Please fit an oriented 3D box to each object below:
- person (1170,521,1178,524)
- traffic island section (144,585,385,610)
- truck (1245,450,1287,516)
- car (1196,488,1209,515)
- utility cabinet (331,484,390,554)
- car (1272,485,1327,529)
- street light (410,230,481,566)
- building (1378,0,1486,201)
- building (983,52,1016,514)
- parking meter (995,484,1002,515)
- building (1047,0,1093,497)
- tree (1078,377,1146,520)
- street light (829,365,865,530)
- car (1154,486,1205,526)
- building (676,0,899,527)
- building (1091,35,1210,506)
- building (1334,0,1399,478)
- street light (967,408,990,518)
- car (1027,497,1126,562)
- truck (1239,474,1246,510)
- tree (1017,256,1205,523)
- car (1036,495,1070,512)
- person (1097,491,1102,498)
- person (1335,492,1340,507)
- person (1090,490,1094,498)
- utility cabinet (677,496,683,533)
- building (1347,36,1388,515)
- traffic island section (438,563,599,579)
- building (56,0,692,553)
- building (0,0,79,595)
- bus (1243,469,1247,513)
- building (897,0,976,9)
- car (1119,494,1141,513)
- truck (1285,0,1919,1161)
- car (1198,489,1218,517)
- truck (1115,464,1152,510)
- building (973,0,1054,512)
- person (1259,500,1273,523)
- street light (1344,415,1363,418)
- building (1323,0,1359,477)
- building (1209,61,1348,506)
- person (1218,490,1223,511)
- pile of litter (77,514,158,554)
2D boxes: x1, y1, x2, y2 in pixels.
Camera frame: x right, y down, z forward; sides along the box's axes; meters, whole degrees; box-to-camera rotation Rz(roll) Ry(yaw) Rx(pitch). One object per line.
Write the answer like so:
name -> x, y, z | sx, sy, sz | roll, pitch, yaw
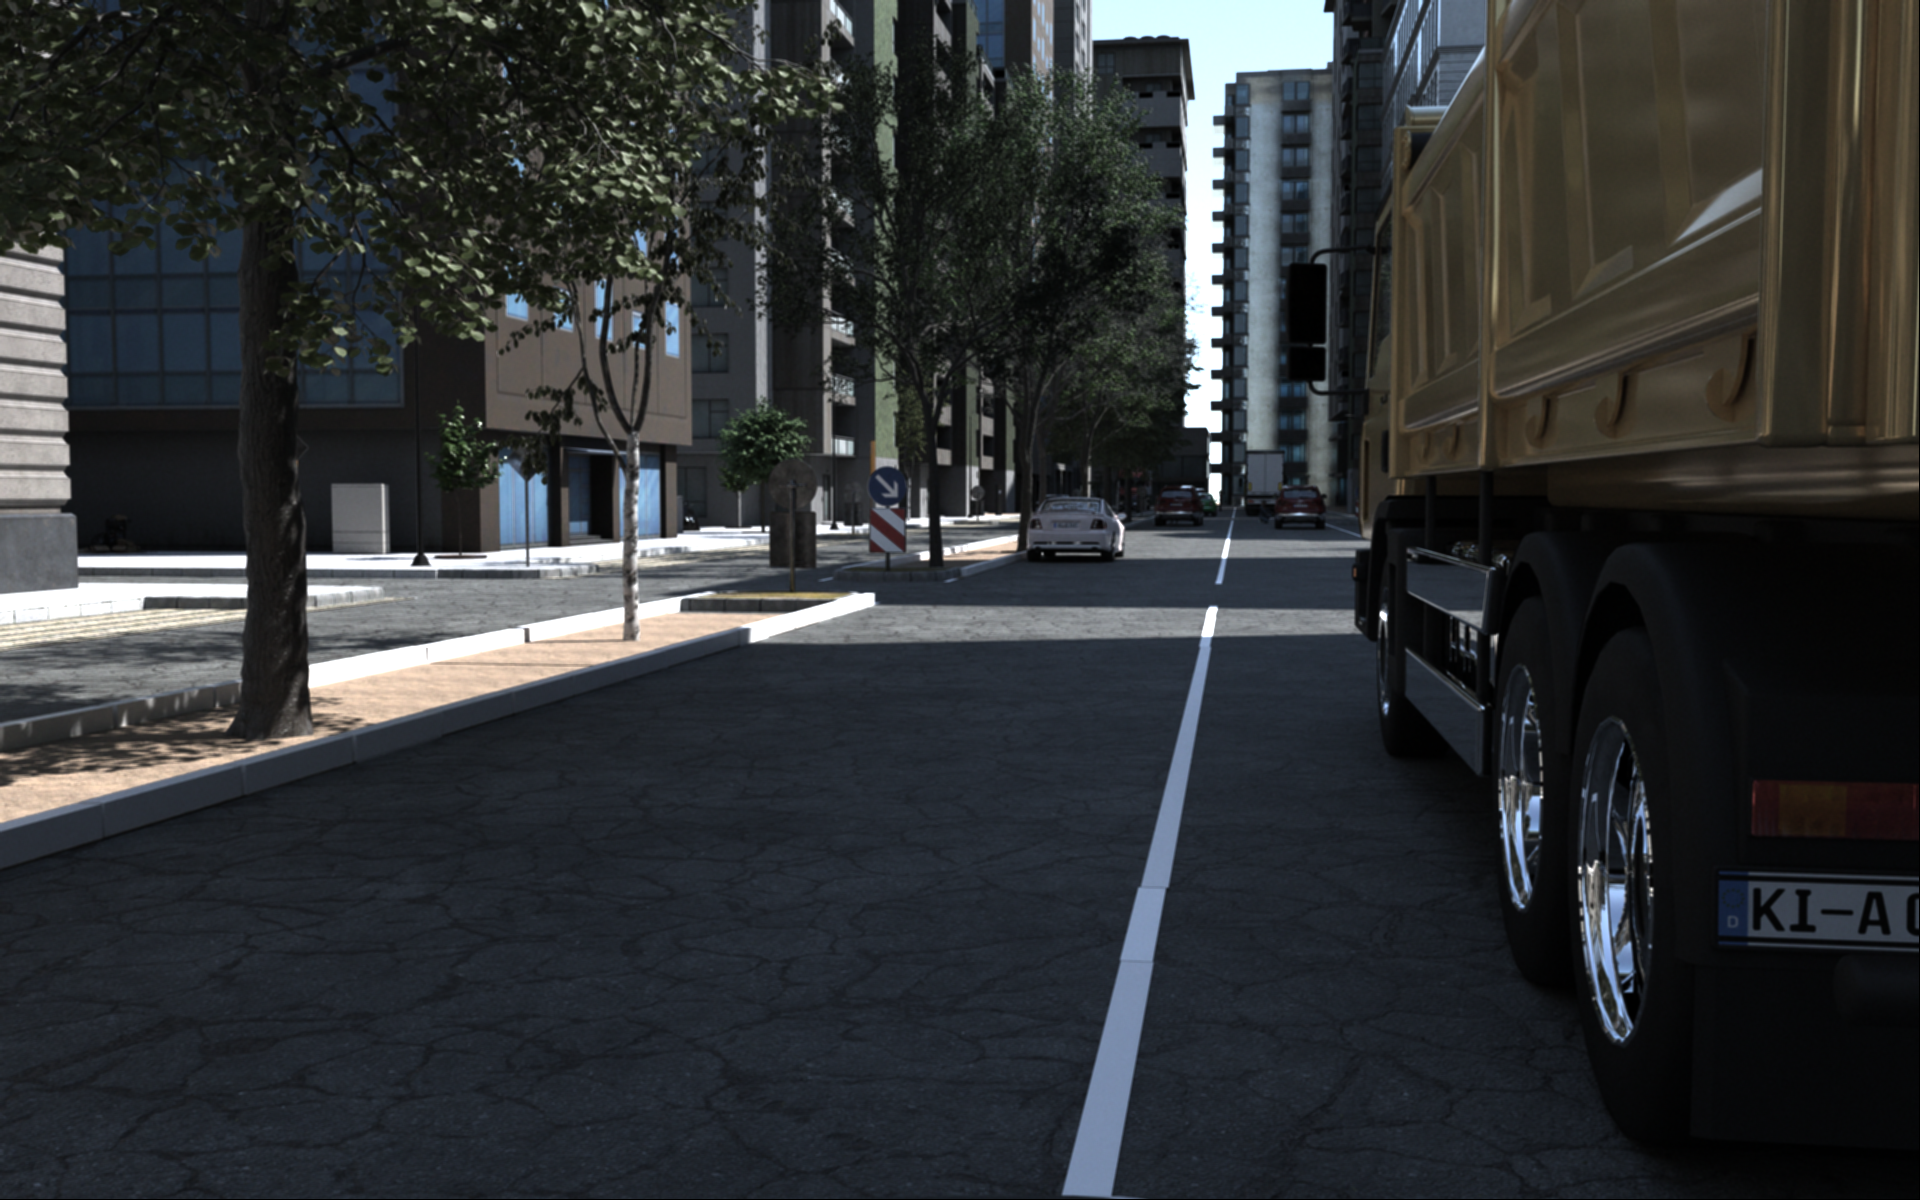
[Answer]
person -> 10.446, -4.623, 84.294 | 0.606, 1.804, 0.583 | -2, 4, -29
traffic island section -> -8.942, -0.031, 22.790 | 2.009, 0.180, 2.903 | 1, 4, 9
truck -> 20.456, -7.772, 115.979 | 2.839, 4.237, 11.283 | 1, 4, 10
car -> 15.916, -6.676, 117.825 | 2.281, 1.827, 5.304 | 1, 4, 8
utility cabinet -> -12.764, -1.726, 36.904 | 1.173, 1.500, 0.318 | 1, 4, 11
car -> 14.178, -3.895, 72.355 | 2.281, 1.827, 5.304 | 1, 4, 10
street light -> -9.094, -3.554, 30.657 | 1.470, 5.913, 1.316 | 1, 4, 9
building -> 27.527, -18.854, 85.752 | 11.434, 29.767, 29.804 | 1, 4, 9
building -> -4.211, -20.883, 113.142 | 14.160, 30.474, 14.107 | 1, 4, 9
parking meter -> 2.344, -6.061, 104.816 | 0.399, 1.863, 0.255 | -3, 4, -38
building -> 2.005, -44.745, 169.824 | 20.611, 71.187, 20.563 | 1, 4, 9
tree -> 7.321, -7.787, 80.136 | 4.360, 8.622, 3.978 | 0, 3, 0
street light -> -3.999, -5.481, 62.151 | 1.470, 5.913, 1.316 | 1, 4, 9
car -> 9.999, -4.294, 78.881 | 2.281, 1.827, 5.304 | 1, 4, 10
building -> -10.850, -23.817, 73.009 | 14.154, 41.232, 14.086 | 1, 4, 9
building -> 15.287, -37.496, 202.301 | 27.495, 52.752, 28.713 | 1, 4, 9
building -> 40.603, -29.229, 132.515 | 22.147, 44.769, 28.867 | 1, 4, 9
street light -> 1.097, -7.427, 93.974 | 1.470, 5.913, 1.316 | 1, 4, 9
car -> 2.585, -1.578, 38.162 | 2.083, 1.381, 4.827 | 1, 4, 10
truck -> 26.686, -9.709, 154.661 | 3.469, 3.379, 9.791 | 1, 4, 9
tree -> 6.139, -9.315, 72.882 | 7.486, 12.596, 7.792 | 0, 3, 0
car -> 4.981, -4.750, 89.662 | 2.014, 1.417, 4.499 | 1, 4, 9
person -> 12.409, -8.851, 153.927 | 0.721, 1.735, 1.217 | -1, 4, -18
person -> 39.140, -10.416, 179.715 | 0.530, 1.710, 0.541 | -1, 4, -8
person -> 10.392, -7.725, 135.541 | 0.721, 1.736, 1.217 | 0, 4, -6
utility cabinet -> -9.638, -2.802, 56.981 | 1.020, 1.237, 0.306 | -2, 4, -30
building -> 32.378, -20.842, 112.462 | 14.160, 30.474, 14.107 | 1, 4, 9
traffic island section -> -7.675, -0.513, 30.675 | 2.009, 0.180, 2.903 | 1, 4, 9
building -> -15.837, -24.089, 43.963 | 14.600, 45.320, 14.200 | 1, 4, 9
building -> -21.880, -11.665, 19.609 | 19.941, 23.489, 11.050 | 1, 4, 9
bus -> 22.803, -8.510, 130.680 | 2.896, 3.916, 12.252 | 1, 4, 10
building -> -6.913, -19.776, 95.044 | 14.160, 30.474, 14.107 | 1, 4, 9
car -> 13.170, -7.654, 134.934 | 2.009, 1.686, 4.222 | 0, 4, 8
truck -> 3.238, -0.691, 7.226 | 3.469, 3.379, 9.791 | 1, 4, 9
car -> 15.573, -6.268, 111.283 | 1.959, 1.807, 4.718 | 1, 4, 11
truck -> 15.629, -10.135, 154.619 | 2.839, 4.237, 11.283 | 1, 4, 9
building -> -0.785, -29.196, 127.470 | 14.600, 45.320, 14.200 | 1, 4, 9
person -> 14.974, -4.311, 84.491 | 0.738, 1.151, 1.012 | 3, 4, 38
street light -> 23.254, -7.900, 101.712 | 1.470, 5.913, 1.316 | 1, 4, 9
building -> 48.582, -34.911, 160.033 | 28.713, 52.752, 27.495 | 1, 4, 9
building -> 43.629, -35.147, 194.262 | 30.456, 49.044, 23.786 | 1, 4, 9
person -> 21.947, -8.324, 145.315 | 0.721, 1.743, 1.217 | 1, 4, 15
pile of litter -> -18.443, -1.453, 37.719 | 1.719, 0.858, 1.176 | 1, 4, 12
